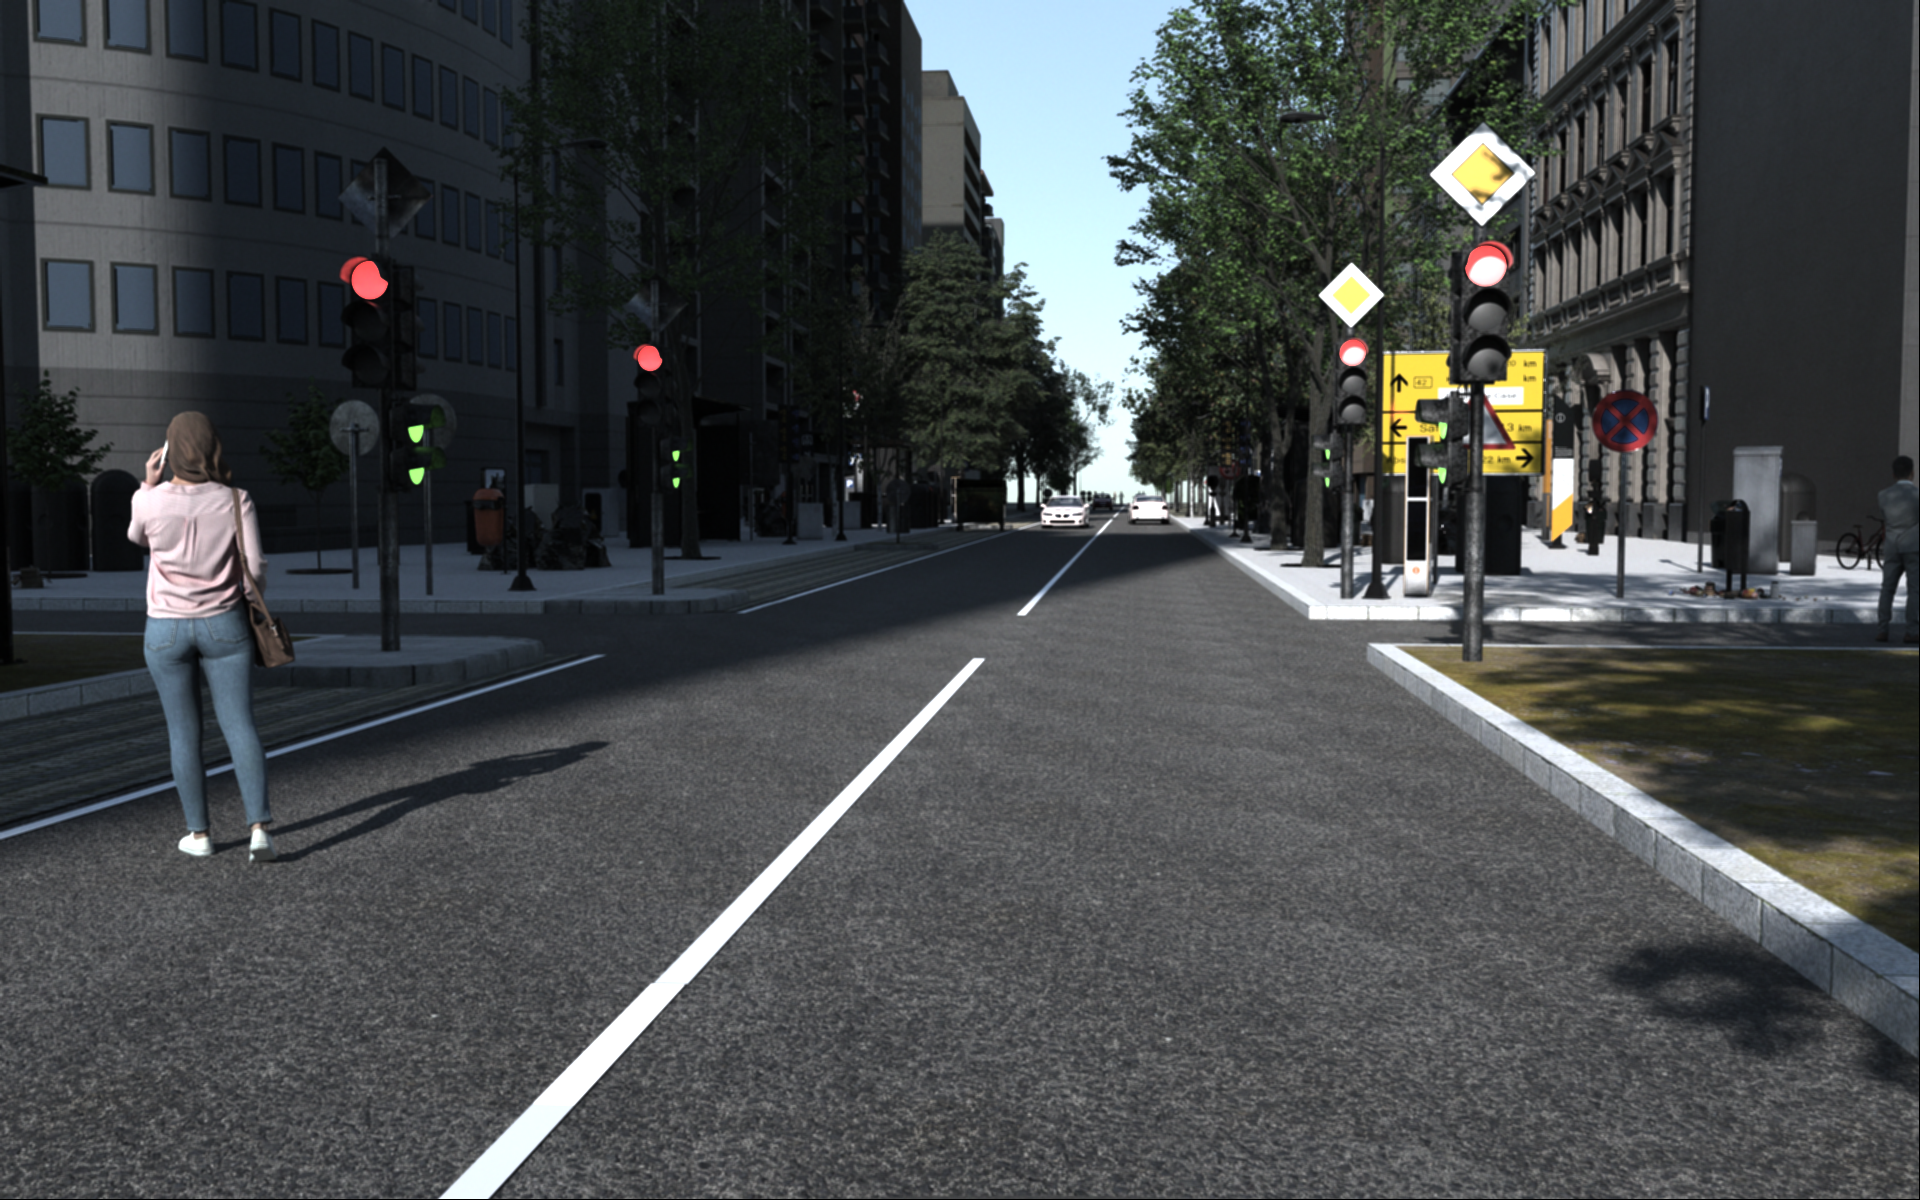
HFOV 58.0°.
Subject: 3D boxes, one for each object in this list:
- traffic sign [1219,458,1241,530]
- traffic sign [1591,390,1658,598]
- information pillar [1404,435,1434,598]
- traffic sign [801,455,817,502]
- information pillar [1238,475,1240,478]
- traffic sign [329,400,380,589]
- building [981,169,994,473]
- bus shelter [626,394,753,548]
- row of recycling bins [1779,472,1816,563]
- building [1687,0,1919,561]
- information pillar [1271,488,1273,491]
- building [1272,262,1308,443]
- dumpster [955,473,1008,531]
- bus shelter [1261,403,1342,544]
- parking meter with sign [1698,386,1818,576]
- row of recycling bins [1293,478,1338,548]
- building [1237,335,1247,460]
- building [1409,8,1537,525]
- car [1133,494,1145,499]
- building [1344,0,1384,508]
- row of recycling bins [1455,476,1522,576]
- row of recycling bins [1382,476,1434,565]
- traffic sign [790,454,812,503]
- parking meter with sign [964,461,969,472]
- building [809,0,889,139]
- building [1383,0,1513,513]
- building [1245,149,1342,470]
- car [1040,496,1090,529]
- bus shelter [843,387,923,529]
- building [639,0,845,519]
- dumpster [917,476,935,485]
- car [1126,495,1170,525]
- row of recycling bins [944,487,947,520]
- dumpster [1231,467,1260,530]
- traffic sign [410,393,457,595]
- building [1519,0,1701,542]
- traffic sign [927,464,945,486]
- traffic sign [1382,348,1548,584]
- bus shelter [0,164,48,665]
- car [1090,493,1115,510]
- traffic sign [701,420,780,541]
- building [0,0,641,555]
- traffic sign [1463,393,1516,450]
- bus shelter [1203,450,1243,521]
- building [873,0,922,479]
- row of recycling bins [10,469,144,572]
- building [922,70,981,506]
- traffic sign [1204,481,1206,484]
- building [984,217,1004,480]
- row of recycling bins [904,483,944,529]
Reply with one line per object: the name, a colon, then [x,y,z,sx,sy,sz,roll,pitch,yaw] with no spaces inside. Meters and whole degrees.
traffic sign: [9.602,-3.761,61.604,0.768,2.556,0.104,1,4,13]
traffic sign: [8.131,-1.293,21.251,0.768,2.556,0.104,1,4,15]
information pillar: [5.716,-1.045,21.576,0.304,2.012,0.304,2,4,24]
traffic sign: [-5.068,-3.478,56.969,0.768,2.556,0.104,1,4,13]
information pillar: [10.783,-3.760,65.964,0.304,2.012,0.304,3,4,38]
traffic sign: [-8.197,-1.426,23.423,0.768,2.556,0.104,1,4,13]
building: [-7.160,-35.132,229.026,22.147,44.769,28.867,0,4,6]
bus shelter: [-6.779,-3.225,44.011,1.731,3.624,6.357,0,4,6]
row of recycling bins: [16.049,-1.646,34.031,1.069,1.692,3.534,1,4,18]
building: [30.078,-14.842,36.178,24.014,27.812,14.314,0,4,6]
information pillar: [11.725,-3.673,64.545,0.304,2.012,0.304,3,4,36]
building: [42.726,-26.332,202.226,14.160,30.474,14.107,0,4,6]
dumpster: [0.815,-3.757,66.381,1.985,2.255,1.502,0,4,6]
bus shelter: [9.350,-3.443,47.581,1.731,3.624,6.357,0,4,6]
parking meter with sign: [12.739,-1.919,27.644,1.738,3.016,0.543,2,4,30]
row of recycling bins: [8.661,-2.166,42.527,1.069,1.692,3.534,0,4,8]
building: [46.693,-36.374,244.818,14.600,45.320,14.200,0,4,6]
building: [29.875,-15.907,79.140,14.314,24.678,30.058,0,4,6]
car: [23.705,-13.357,227.426,2.155,1.783,4.494,0,4,6]
building: [34.303,-28.739,119.999,14.600,45.320,14.200,0,4,6]
row of recycling bins: [8.743,-1.324,28.760,1.069,1.692,3.534,1,4,15]
row of recycling bins: [8.545,-1.590,33.115,1.069,1.692,3.534,1,4,15]
traffic sign: [-5.216,-3.430,56.079,0.884,2.594,0.081,1,4,9]
parking meter with sign: [0.401,-5.927,93.172,0.543,3.016,1.738,1,4,13]
building: [-17.456,-29.337,134.288,22.147,44.769,28.867,0,4,6]
building: [32.770,-25.841,106.090,14.154,41.232,14.086,0,4,6]
building: [47.604,-34.772,223.139,22.147,44.769,28.867,0,4,6]
car: [4.480,-3.727,73.302,2.083,1.381,4.827,0,4,7]
bus shelter: [-3.049,-5.506,67.648,2.179,5.291,8.768,0,4,6]
building: [-18.222,-41.008,108.739,20.563,71.187,20.611,0,4,6]
dumpster: [-1.945,-5.423,91.160,1.502,2.255,1.985,0,4,6]
car: [8.963,-4.277,82.293,2.083,1.381,4.827,0,4,4]
row of recycling bins: [-1.152,-4.883,86.948,1.069,1.692,3.534,0,4,4]
dumpster: [10.618,-3.707,63.101,1.502,2.255,1.985,0,4,6]
traffic sign: [-6.742,-1.335,21.932,0.768,2.556,0.104,1,4,8]
building: [25.011,-13.790,54.340,11.050,23.489,19.941,0,4,6]
traffic sign: [-1.041,-4.517,73.954,0.768,2.556,0.104,1,4,12]
traffic sign: [7.077,-1.872,24.479,2.265,3.308,0.079,1,4,13]
bus shelter: [-7.925,-1.144,9.995,1.731,3.624,6.357,0,4,6]
car: [12.698,-8.892,154.425,2.155,1.783,4.494,0,4,4]
traffic sign: [-6.067,-3.288,47.632,2.265,3.308,0.079,0,4,6]
building: [-23.133,-30.898,47.189,21.231,58.520,28.212,0,4,6]
traffic sign: [6.220,-1.276,20.860,0.884,2.594,0.081,0,4,6]
bus shelter: [12.181,-5.224,79.335,2.014,3.302,5.546,0,4,6]
building: [-11.117,-30.894,155.233,14.600,45.320,14.200,0,4,6]
row of recycling bins: [-15.434,-1.343,29.074,3.534,1.692,1.069,0,4,7]
building: [-9.116,-35.448,203.278,21.300,48.544,21.600,0,4,6]
traffic sign: [13.086,-5.492,89.803,0.884,2.594,0.081,1,4,12]
building: [-1.162,-34.647,250.074,14.154,41.232,14.086,0,4,6]
row of recycling bins: [-1.503,-3.588,65.773,1.069,1.692,3.534,1,4,9]
